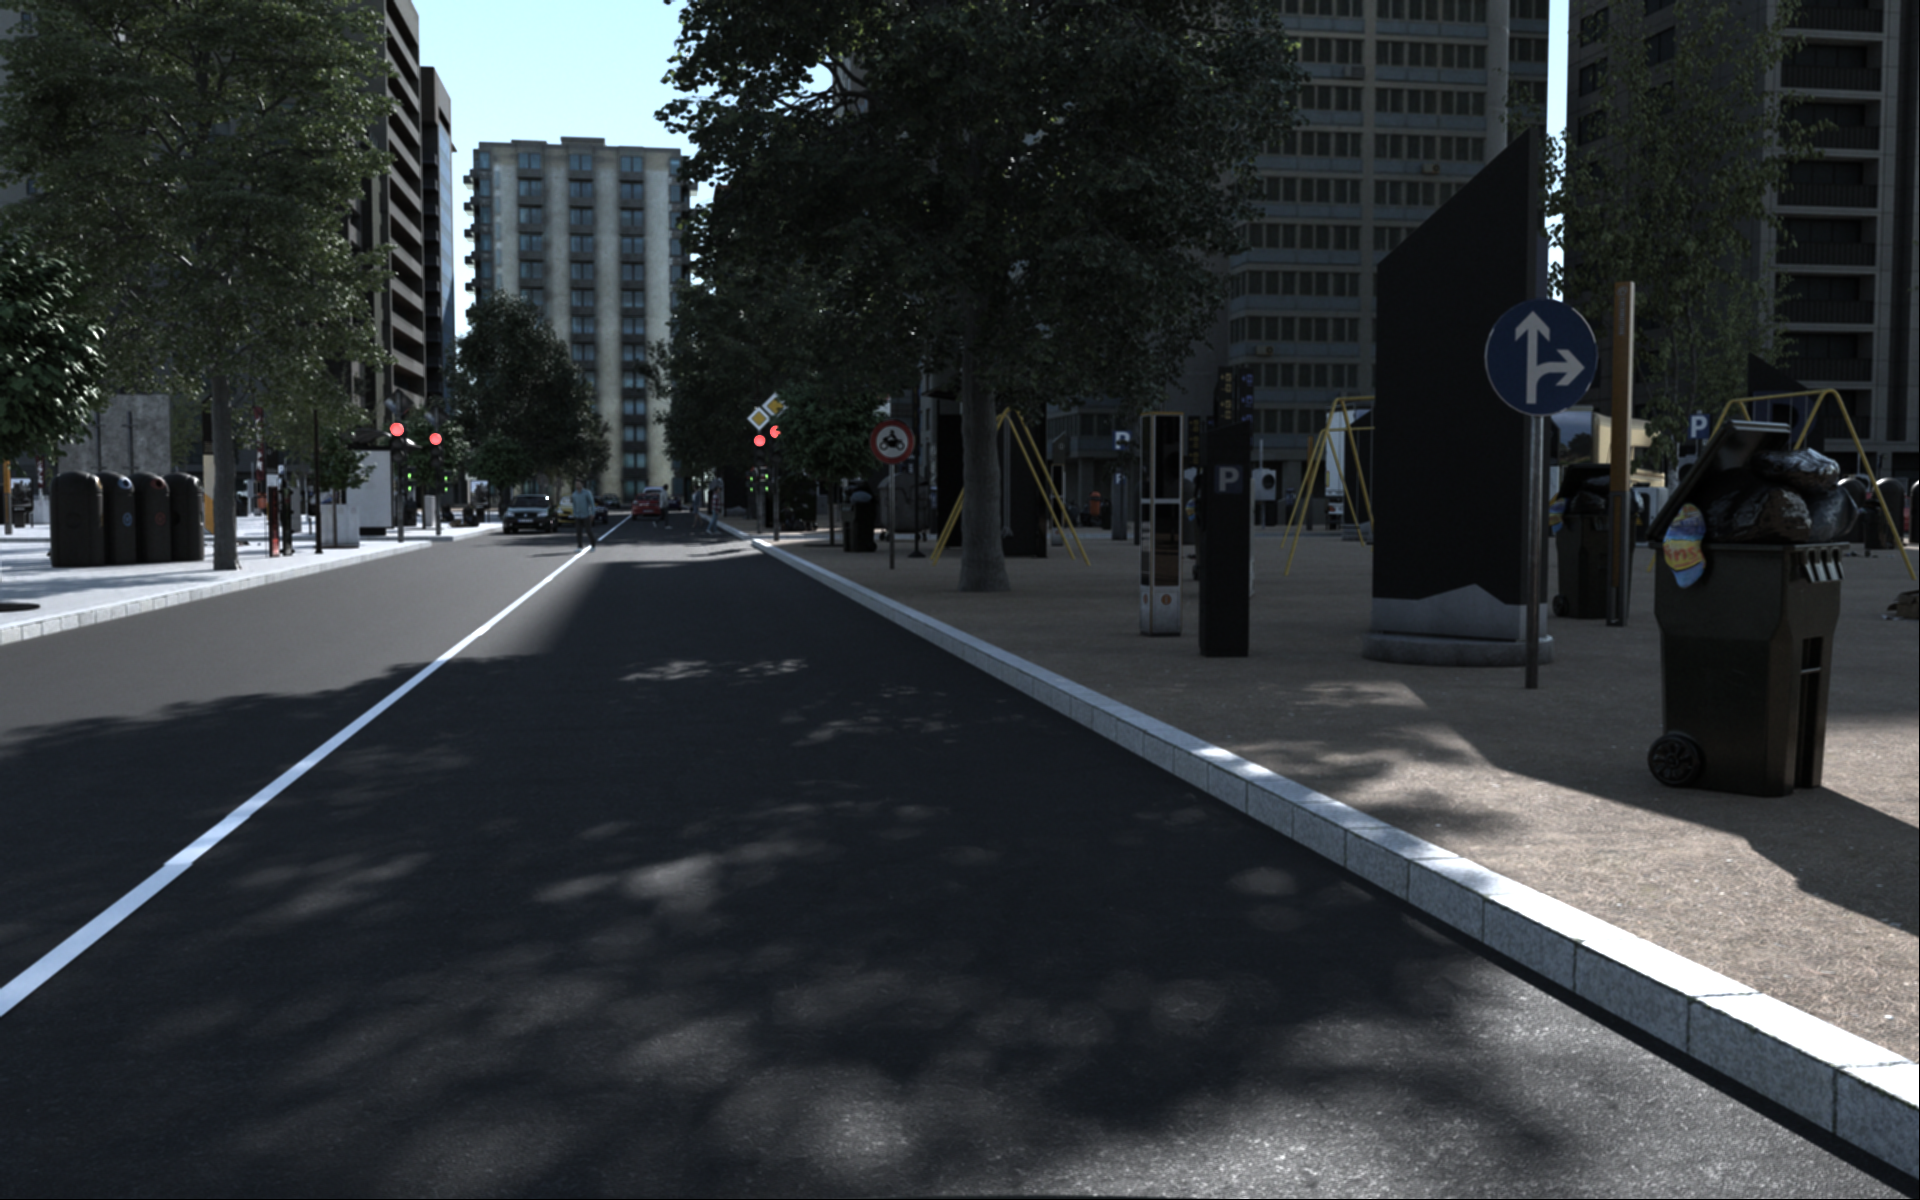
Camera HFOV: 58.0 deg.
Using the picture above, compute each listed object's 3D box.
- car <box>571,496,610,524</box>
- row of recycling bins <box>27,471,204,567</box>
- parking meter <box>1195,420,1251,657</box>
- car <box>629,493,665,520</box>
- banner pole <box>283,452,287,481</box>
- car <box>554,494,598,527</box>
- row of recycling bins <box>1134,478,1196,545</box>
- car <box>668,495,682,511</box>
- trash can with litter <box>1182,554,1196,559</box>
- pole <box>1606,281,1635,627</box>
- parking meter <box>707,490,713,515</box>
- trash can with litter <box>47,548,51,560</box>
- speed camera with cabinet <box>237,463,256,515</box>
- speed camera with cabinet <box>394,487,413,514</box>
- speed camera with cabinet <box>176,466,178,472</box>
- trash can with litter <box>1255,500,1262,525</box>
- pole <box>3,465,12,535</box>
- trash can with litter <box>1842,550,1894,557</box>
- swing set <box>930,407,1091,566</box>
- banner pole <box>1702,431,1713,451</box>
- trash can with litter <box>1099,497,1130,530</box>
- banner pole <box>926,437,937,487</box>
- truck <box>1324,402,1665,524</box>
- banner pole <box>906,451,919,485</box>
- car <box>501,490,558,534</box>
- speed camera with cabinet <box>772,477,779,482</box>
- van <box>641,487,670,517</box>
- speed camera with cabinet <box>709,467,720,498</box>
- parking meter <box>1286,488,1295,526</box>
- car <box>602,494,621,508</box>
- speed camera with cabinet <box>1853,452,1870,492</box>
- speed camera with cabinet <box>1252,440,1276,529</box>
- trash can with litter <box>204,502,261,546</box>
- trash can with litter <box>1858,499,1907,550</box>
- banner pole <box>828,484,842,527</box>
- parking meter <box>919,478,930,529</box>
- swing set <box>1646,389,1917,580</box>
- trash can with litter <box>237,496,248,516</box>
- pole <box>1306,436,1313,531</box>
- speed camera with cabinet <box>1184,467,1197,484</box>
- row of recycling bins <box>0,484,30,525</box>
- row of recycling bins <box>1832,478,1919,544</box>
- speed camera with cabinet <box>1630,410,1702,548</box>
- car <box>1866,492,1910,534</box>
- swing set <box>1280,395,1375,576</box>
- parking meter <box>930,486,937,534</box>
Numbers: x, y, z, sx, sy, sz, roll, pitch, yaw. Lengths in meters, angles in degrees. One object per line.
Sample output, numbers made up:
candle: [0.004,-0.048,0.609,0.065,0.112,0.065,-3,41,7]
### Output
car: [-17.941,-4.363,83.923,1.945,1.354,3.894,-1,4,-11]
row of recycling bins: [-15.342,-1.517,31.916,1.069,1.692,3.534,1,4,13]
parking meter: [2.073,-0.487,13.675,0.399,1.863,0.255,0,4,-4]
car: [-17.360,-5.346,96.443,2.155,1.783,4.494,-1,4,-10]
banner pole: [-39.339,-6.787,100.982,0.401,3.779,0.863,-2,4,-31]
car: [-17.149,-4.094,77.160,2.015,1.641,3.980,-1,4,-12]
row of recycling bins: [5.990,-2.273,44.272,3.534,1.692,1.069,-2,4,-33]
car: [-24.118,-8.064,144.422,1.945,1.354,3.894,-1,4,-10]
trash can with litter: [4.884,-1.432,34.467,2.233,1.210,1.678,-1,4,-12]
pole: [6.386,-1.400,16.740,0.158,3.312,0.155,0,3,0]
parking meter: [-15.528,-6.078,107.782,0.372,1.533,0.369,0,3,0]
trash can with litter: [-17.454,-1.368,33.754,1.055,1.170,0.624,2,4,33]
speed camera with cabinet: [-44.895,-7.011,108.969,0.660,3.252,2.038,-3,5,-40]
speed camera with cabinet: [-35.606,-7.081,110.109,0.660,3.252,2.038,1,4,15]
speed camera with cabinet: [-54.045,-7.741,120.893,0.660,3.252,2.038,3,4,38]
trash can with litter: [11.960,-3.631,70.749,0.624,1.170,1.055,3,4,38]
pole: [-30.180,-3.731,54.845,0.158,3.312,0.155,0,3,0]
trash can with litter: [17.928,-1.500,35.582,2.233,1.210,1.678,2,4,34]
swing set: [0.873,-2.133,32.502,2.862,2.851,3.119,0,4,-2]
banner pole: [25.955,-4.310,60.489,0.401,3.779,0.863,-2,4,-35]
trash can with litter: [5.569,-3.108,62.204,1.055,1.170,0.624,0,4,-6]
banner pole: [-1.270,-5.232,75.566,0.401,3.779,0.863,-3,5,-40]
truck: [17.341,-4.043,55.013,11.283,4.237,2.839,-1,4,-10]
banner pole: [-2.270,-5.831,85.361,0.863,3.779,0.401,1,4,11]
car: [-15.812,-3.305,63.818,2.009,1.686,4.222,-1,4,-8]
speed camera with cabinet: [-9.935,-6.434,99.533,2.038,3.252,0.660,1,4,10]
van: [-19.686,-6.395,111.570,2.013,2.044,4.112,-1,4,-9]
speed camera with cabinet: [-14.908,-7.071,109.946,2.038,3.252,0.660,-1,4,-9]
parking meter: [13.497,-3.812,70.741,0.372,1.533,0.369,0,3,0]
car: [-35.355,-9.992,175.167,2.131,1.459,4.920,-1,4,-10]
speed camera with cabinet: [40.247,-5.165,78.791,2.038,3.252,0.660,0,4,1]
speed camera with cabinet: [10.402,-4.162,62.388,2.038,3.252,0.660,-2,4,-28]
trash can with litter: [-18.289,-1.954,43.013,1.678,1.210,2.233,-1,4,-13]
trash can with litter: [21.419,-1.765,40.240,1.055,1.170,0.624,-1,4,-20]
banner pole: [-4.889,-4.684,66.592,0.401,3.779,0.863,-1,4,-10]
parking meter: [-1.320,-3.514,63.169,0.399,1.863,0.255,1,4,16]
swing set: [12.834,-1.817,27.327,2.862,2.851,3.119,0,4,-3]
trash can with litter: [-42.026,-5.509,101.463,0.624,1.170,1.055,-1,4,-21]
pole: [12.304,-4.101,60.889,0.158,3.312,0.155,0,3,0]
speed camera with cabinet: [7.878,-4.151,62.206,2.038,3.252,0.660,-2,4,-24]
row of recycling bins: [-40.588,-4.021,72.854,1.069,1.692,3.534,1,4,12]
row of recycling bins: [23.886,-2.346,45.476,3.534,1.692,1.069,2,4,29]
speed camera with cabinet: [16.788,-2.868,41.221,0.660,3.252,2.038,-3,5,-44]
car: [30.772,-2.967,57.543,4.494,1.783,2.155,-1,4,-12]
swing set: [7.191,-1.799,27.037,2.862,2.851,3.119,-3,5,-44]
parking meter: [-0.780,-2.884,55.565,0.372,1.533,0.369,0,3,0]
